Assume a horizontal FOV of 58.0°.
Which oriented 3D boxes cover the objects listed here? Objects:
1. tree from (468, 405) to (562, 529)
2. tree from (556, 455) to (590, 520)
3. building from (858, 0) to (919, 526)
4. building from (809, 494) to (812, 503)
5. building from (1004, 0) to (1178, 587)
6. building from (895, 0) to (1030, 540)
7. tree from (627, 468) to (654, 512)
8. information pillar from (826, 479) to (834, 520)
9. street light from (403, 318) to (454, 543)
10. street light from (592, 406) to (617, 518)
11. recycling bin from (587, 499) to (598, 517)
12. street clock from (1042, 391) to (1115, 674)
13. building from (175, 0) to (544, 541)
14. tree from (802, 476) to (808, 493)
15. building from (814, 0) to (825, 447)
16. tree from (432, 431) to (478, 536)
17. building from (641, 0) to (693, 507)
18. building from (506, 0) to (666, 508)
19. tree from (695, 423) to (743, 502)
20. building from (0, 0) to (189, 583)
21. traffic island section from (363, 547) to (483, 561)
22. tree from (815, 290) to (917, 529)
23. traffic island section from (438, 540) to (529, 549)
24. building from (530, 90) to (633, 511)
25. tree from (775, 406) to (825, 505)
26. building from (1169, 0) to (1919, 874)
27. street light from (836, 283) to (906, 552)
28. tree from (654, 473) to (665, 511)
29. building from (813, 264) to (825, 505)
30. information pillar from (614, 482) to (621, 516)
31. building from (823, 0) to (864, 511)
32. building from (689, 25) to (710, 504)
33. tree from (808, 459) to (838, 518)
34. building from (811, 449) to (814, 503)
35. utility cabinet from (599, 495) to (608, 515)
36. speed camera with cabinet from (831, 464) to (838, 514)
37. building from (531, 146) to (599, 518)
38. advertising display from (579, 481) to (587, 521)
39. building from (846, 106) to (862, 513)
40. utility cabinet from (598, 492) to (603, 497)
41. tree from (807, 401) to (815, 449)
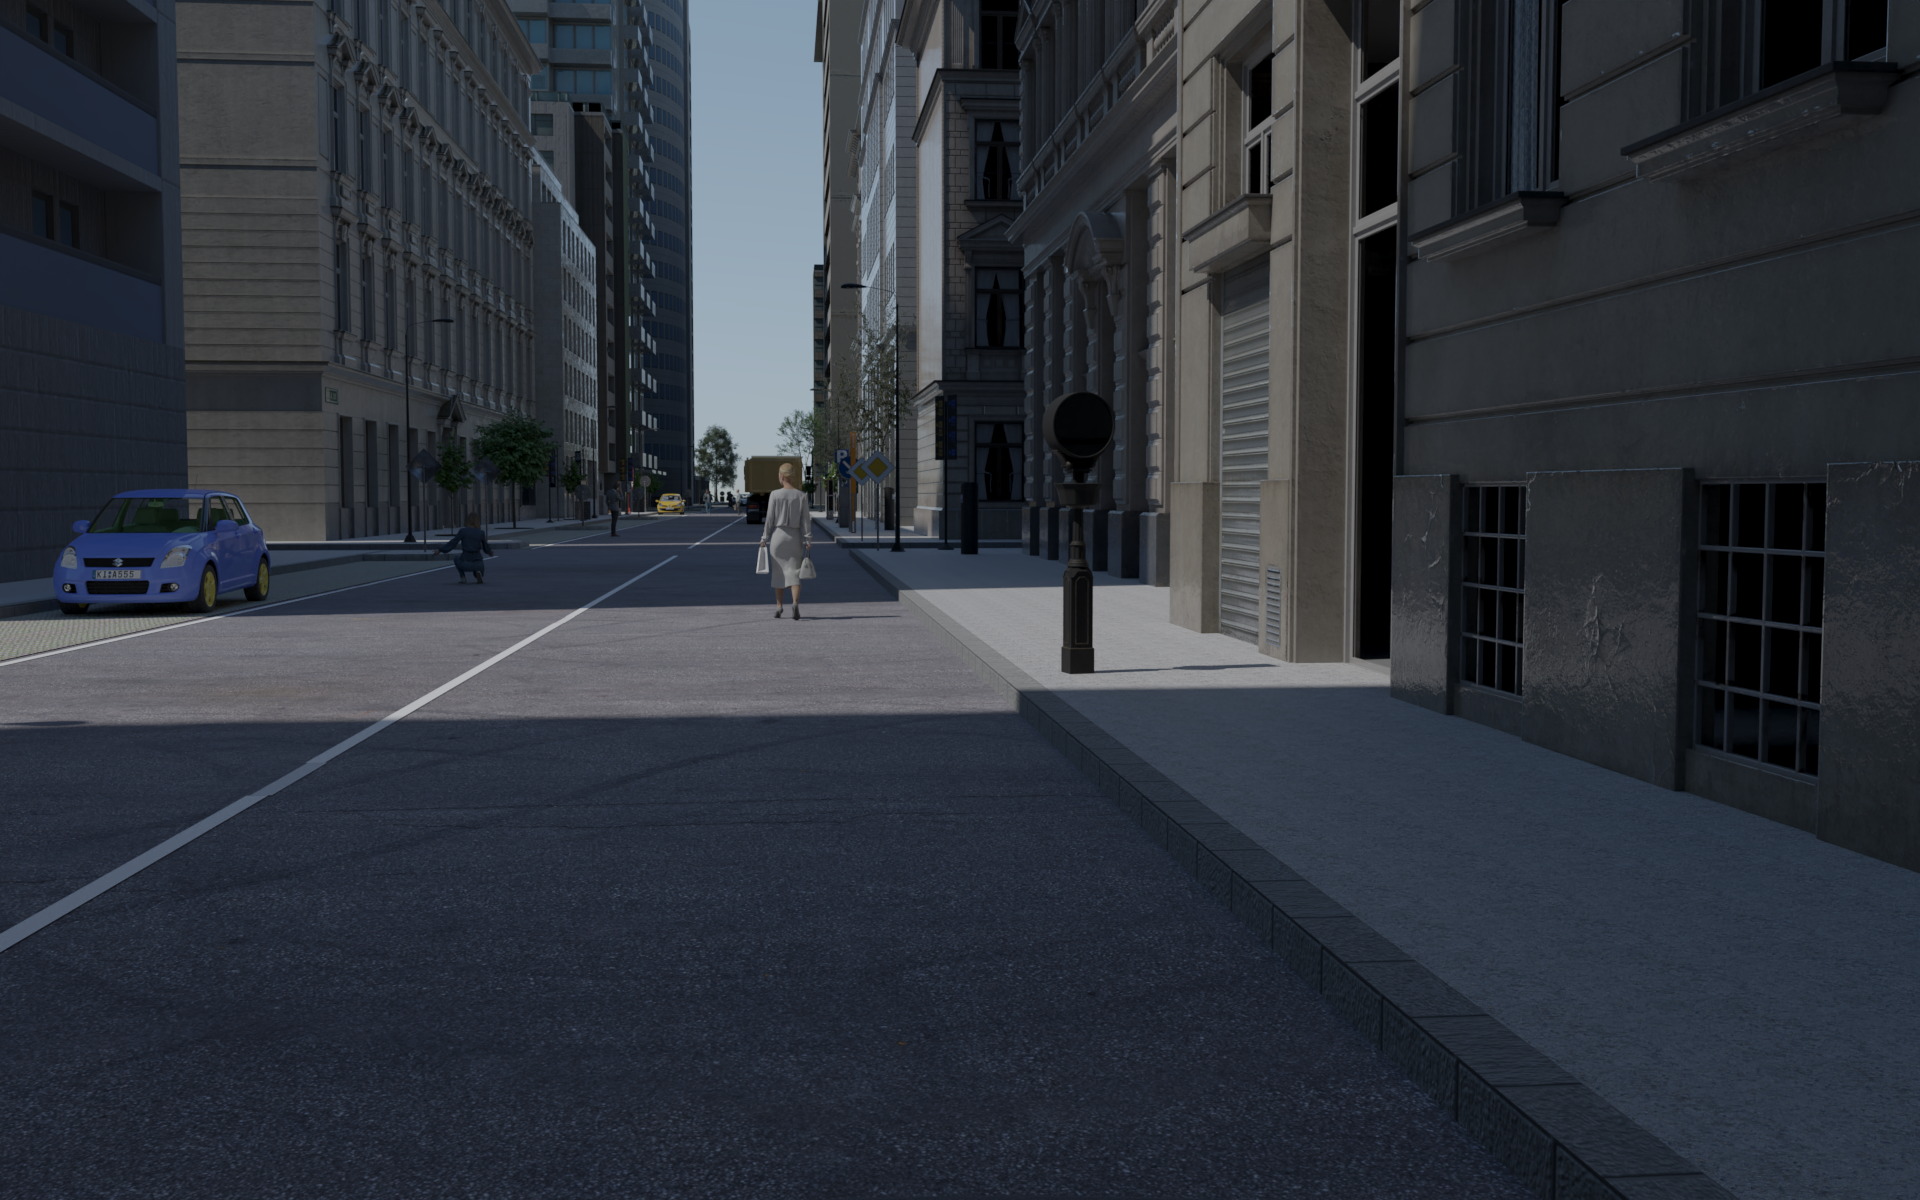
[{"bbox_3d":[-16.413,-4.910,63.993,4.285,4.588,4.351,0,3,0],"label":"tree"},{"bbox_3d":[-19.119,-5.586,85.937,1.663,3.219,1.824,0,3,0],"label":"tree"},{"bbox_3d":[1.333,-18.690,83.082,11.434,29.767,29.804,0,4,-6],"label":"building"},{"bbox_3d":[-7.807,-35.325,269.451,32.217,40.220,23.993,0,4,-6],"label":"building"},{"bbox_3d":[7.027,-12.167,27.816,11.050,23.489,19.941,0,4,-6],"label":"building"},{"bbox_3d":[7.954,-11.561,53.648,19.286,19.102,10.561,0,4,-6],"label":"building"},{"bbox_3d":[-23.459,-8.059,126.358,1.663,3.219,1.824,0,3,0],"label":"tree"},{"bbox_3d":[-6.506,-5.024,86.638,0.304,2.012,0.304,-1,4,-22],"label":"information pillar"},{"bbox_3d":[-14.045,-4.481,45.802,1.470,5.913,1.316,0,4,-6],"label":"street light"},{"bbox_3d":[-18.700,-7.246,91.021,1.470,5.913,1.316,0,4,-6],"label":"street light"},{"bbox_3d":[-20.744,-5.170,97.081,0.722,1.027,0.722,-3,4,-38],"label":"recycling bin"},{"bbox_3d":[0.845,-0.477,12.371,0.471,2.002,0.358,-1,4,-17],"label":"street clock"},{"bbox_3d":[-27.240,-17.750,66.628,17.030,29.872,44.131,0,4,-6],"label":"building"},{"bbox_3d":[-14.086,-10.389,164.461,1.663,3.219,1.824,0,3,0],"label":"tree"},{"bbox_3d":[-0.746,-36.350,183.563,28.713,52.752,27.495,0,4,-6],"label":"building"},{"bbox_3d":[-15.391,-3.564,52.875,1.663,3.219,1.824,0,3,0],"label":"tree"},{"bbox_3d":[-39.033,-38.916,178.280,21.231,58.520,28.212,0,4,-6],"label":"building"},{"bbox_3d":[-38.114,-32.378,148.983,23.786,49.044,30.456,0,4,-6],"label":"building"},{"bbox_3d":[-39.293,-22.126,278.767,9.611,12.733,9.660,0,3,0],"label":"tree"},{"bbox_3d":[-28.052,-29.551,25.153,28.212,58.520,21.231,0,4,-6],"label":"building"},{"bbox_3d":[-11.829,-0.976,38.245,2.009,0.180,2.903,0,4,-6],"label":"traffic island section"},{"bbox_3d":[-3.062,-6.888,62.986,4.360,8.622,3.978,0,3,0],"label":"tree"},{"bbox_3d":[-12.639,-1.462,46.189,2.009,0.180,2.903,0,4,-6],"label":"traffic island section"},{"bbox_3d":[-31.981,-21.756,127.419,14.160,30.474,14.107,0,4,-6],"label":"building"},{"bbox_3d":[-18.212,-17.147,206.112,9.928,11.665,9.643,0,3,0],"label":"tree"},{"bbox_3d":[10.748,-10.388,3.128,16.112,22.955,30.059,0,4,-6],"label":"building"},{"bbox_3d":[-1.926,-4.023,38.323,1.470,5.913,1.316,0,4,-6],"label":"street light"},{"bbox_3d":[-23.471,-8.383,131.657,1.663,3.219,1.824,0,3,0],"label":"tree"},{"bbox_3d":[-11.519,-27.347,218.825,14.160,30.474,14.107,0,4,-6],"label":"building"},{"bbox_3d":[-20.135,-5.955,101.857,0.304,2.012,0.304,2,4,27],"label":"information pillar"},{"bbox_3d":[-0.365,-31.794,143.531,21.300,48.544,21.600,0,4,-6],"label":"building"},{"bbox_3d":[-48.030,-50.109,257.531,20.563,71.187,20.611,0,4,-6],"label":"building"},{"bbox_3d":[-6.978,-6.138,94.964,1.663,3.219,1.824,0,3,0],"label":"tree"},{"bbox_3d":[-9.367,-56.735,240.293,22.319,86.520,31.000,0,4,-6],"label":"building"},{"bbox_3d":[-21.645,-5.744,105.079,0.306,1.237,1.020,-2,4,-26],"label":"utility cabinet"},{"bbox_3d":[-8.318,-7.270,113.201,0.660,3.252,2.038,0,4,6],"label":"speed camera with cabinet"},{"bbox_3d":[-26.818,-14.902,98.403,10.420,20.320,16.860,0,4,-6],"label":"building"},{"bbox_3d":[-17.999,-4.740,82.709,0.123,1.923,0.974,0,4,5],"label":"advertising display"},{"bbox_3d":[0.077,-19.752,110.329,14.401,28.519,23.554,0,4,-6],"label":"building"},{"bbox_3d":[-23.057,-6.133,108.951,1.173,1.500,0.318,-1,4,-20],"label":"utility cabinet"},{"bbox_3d":[-9.098,-10.759,126.274,4.360,8.622,3.978,0,3,0],"label":"tree"}]
